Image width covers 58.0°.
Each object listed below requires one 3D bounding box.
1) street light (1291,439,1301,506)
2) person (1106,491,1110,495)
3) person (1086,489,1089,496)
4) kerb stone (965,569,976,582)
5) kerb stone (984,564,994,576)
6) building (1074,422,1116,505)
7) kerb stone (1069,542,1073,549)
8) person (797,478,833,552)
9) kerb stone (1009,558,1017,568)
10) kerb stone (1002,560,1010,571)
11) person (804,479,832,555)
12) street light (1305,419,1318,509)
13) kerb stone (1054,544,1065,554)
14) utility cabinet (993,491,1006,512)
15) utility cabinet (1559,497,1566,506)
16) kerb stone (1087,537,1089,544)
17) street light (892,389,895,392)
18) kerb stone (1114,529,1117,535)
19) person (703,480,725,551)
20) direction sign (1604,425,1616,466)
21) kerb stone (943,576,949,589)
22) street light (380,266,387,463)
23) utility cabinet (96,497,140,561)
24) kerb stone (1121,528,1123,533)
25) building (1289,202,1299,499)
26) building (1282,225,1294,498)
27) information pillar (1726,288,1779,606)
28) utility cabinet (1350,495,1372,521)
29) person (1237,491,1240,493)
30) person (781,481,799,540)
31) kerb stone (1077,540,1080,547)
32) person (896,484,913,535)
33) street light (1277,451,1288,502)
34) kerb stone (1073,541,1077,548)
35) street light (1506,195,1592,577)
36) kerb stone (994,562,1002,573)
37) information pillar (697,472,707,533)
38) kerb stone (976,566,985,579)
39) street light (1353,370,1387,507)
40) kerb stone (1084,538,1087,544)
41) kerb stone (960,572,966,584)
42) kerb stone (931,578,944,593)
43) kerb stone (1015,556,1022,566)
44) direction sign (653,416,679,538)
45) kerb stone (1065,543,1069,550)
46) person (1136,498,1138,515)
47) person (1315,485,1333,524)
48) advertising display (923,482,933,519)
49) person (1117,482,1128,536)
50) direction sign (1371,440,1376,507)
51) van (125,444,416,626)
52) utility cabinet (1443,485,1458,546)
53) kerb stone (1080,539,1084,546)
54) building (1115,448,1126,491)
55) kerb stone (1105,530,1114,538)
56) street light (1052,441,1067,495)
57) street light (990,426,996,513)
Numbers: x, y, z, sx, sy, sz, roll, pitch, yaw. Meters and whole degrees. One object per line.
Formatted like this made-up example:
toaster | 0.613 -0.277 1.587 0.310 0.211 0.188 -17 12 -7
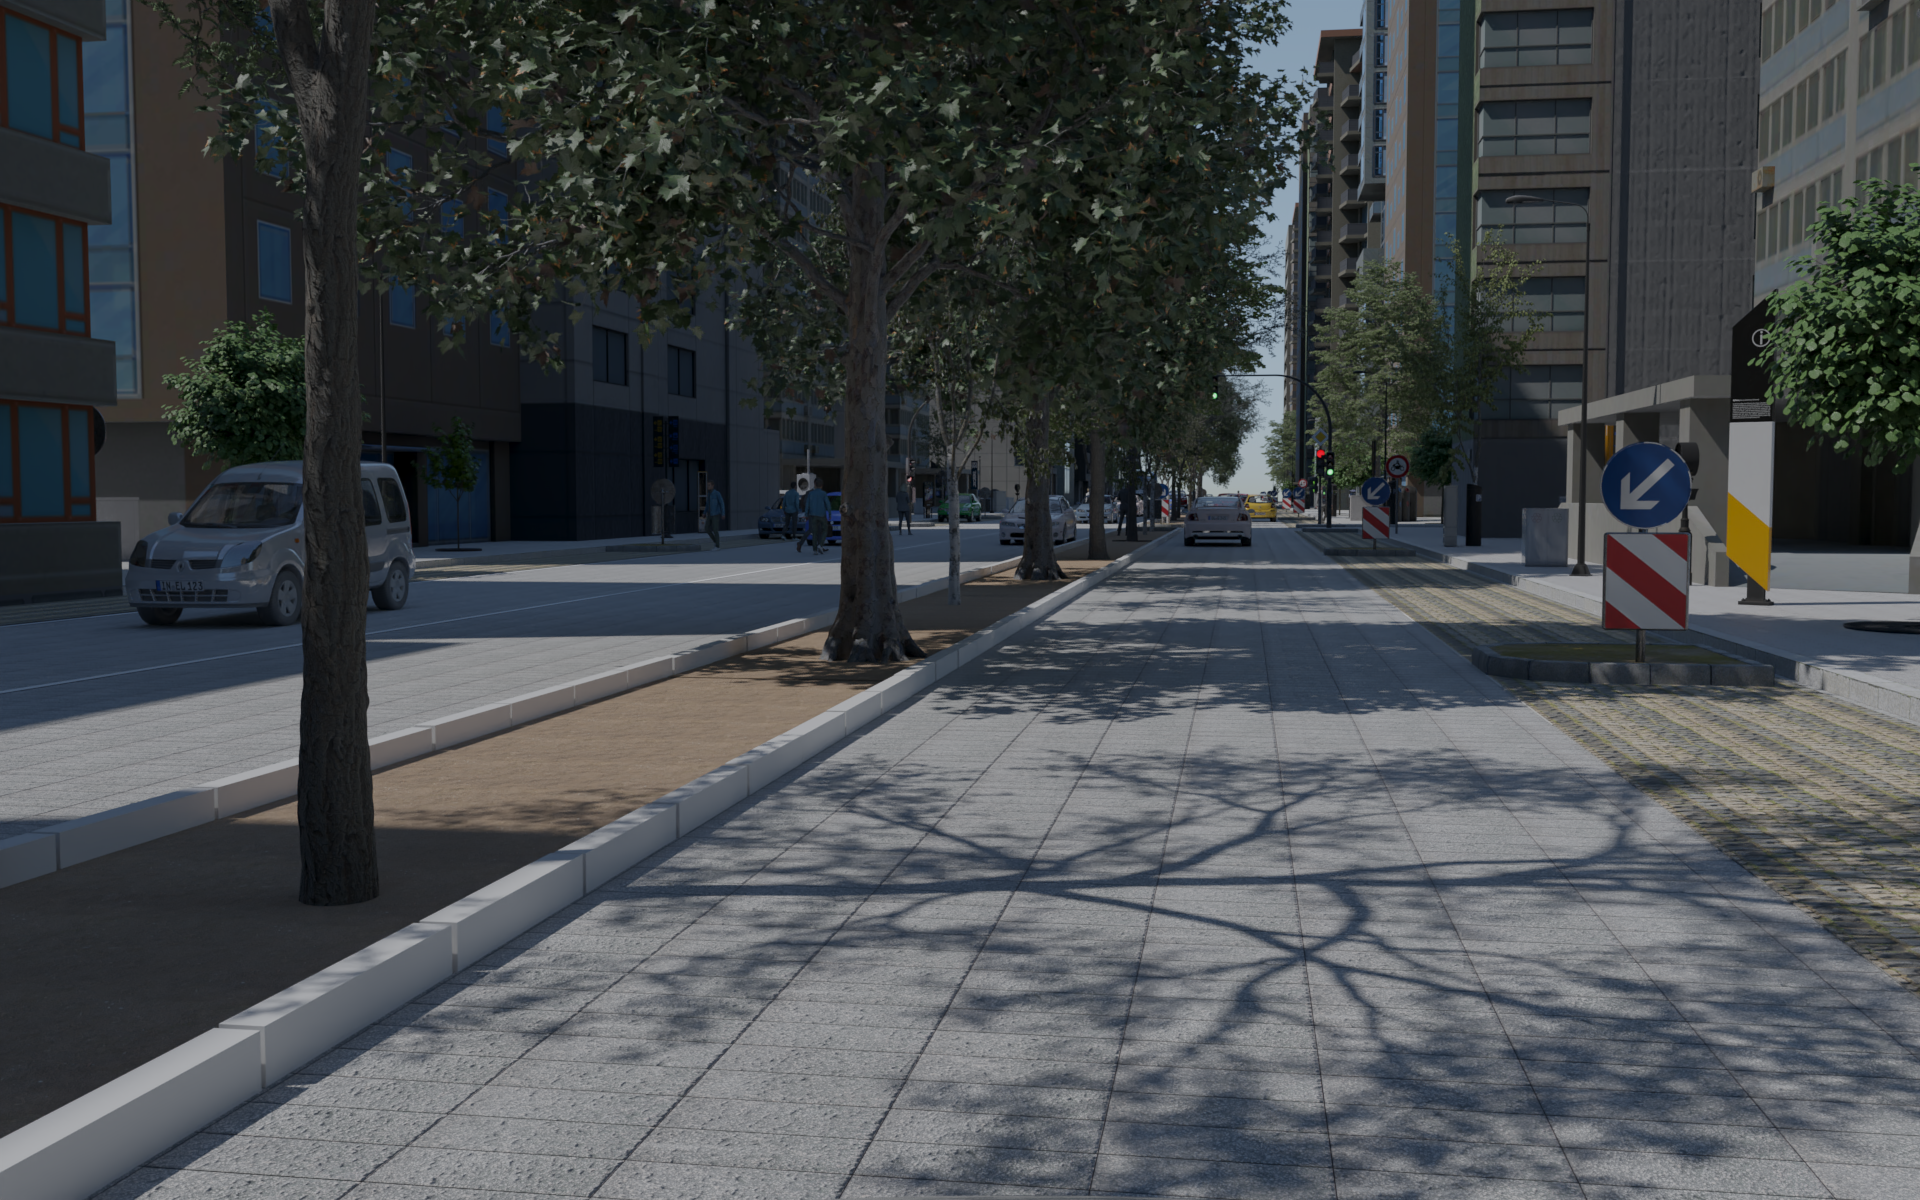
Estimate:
street light | 28.772 -10.659 146.819 1.470 5.913 1.316 1 4 9
person | 16.079 -10.945 188.129 1.217 1.739 0.721 0 4 -5
person | 8.453 -6.395 113.291 0.478 1.798 0.641 1 4 23
kerb stone | 0.082 -0.373 28.299 0.120 0.150 1.000 1 4 9
kerb stone | 0.413 -0.497 30.324 0.120 0.150 1.000 1 4 9
building | 14.260 -28.784 242.316 14.160 30.474 14.107 1 4 9
kerb stone | 2.736 -1.363 44.479 0.120 0.150 1.000 1 4 9
person | -3.575 -2.082 42.499 0.822 1.834 0.622 2 4 27
kerb stone | 0.918 -0.678 33.354 0.120 0.150 1.000 1 4 9
kerb stone | 0.752 -0.619 32.341 0.120 0.150 1.000 1 4 9
person | -3.350 -1.961 40.902 0.601 1.785 0.444 1 4 13
street light | 22.352 -8.274 107.816 1.470 5.913 1.316 1 4 9
kerb stone | 2.400 -1.238 42.452 0.120 0.150 1.000 1 4 9
utility cabinet | 2.793 -6.971 122.657 0.318 1.500 1.173 3 4 37
utility cabinet | 15.296 -1.937 42.824 1.020 1.237 0.306 -2 4 -25
kerb stone | 3.563 -1.673 49.553 0.120 0.150 1.000 1 4 9
street light | -3.564 -6.372 76.724 1.470 5.913 1.316 1 4 9
kerb stone | 5.221 -2.292 59.675 0.120 0.150 1.000 1 4 9
person | -6.181 -2.125 43.591 0.444 1.785 0.601 -3 5 -41
direction sign | 18.124 -3.451 48.416 0.876 3.537 0.379 1 4 13
kerb stone | -0.251 -0.250 26.282 0.120 0.150 1.000 1 4 9
street light | -10.626 -3.724 33.428 1.470 5.913 1.316 1 4 9
utility cabinet | -16.166 -1.335 32.986 0.306 1.237 1.020 2 4 28
kerb stone | 5.715 -2.478 62.706 0.120 0.150 1.000 1 4 9
building | 59.452 -36.570 252.540 22.147 44.769 28.867 1 4 9
building | 65.603 -40.844 291.495 21.300 48.544 21.600 1 4 9
information pillar | 9.140 -1.750 19.965 0.504 3.616 0.183 3 5 43
utility cabinet | 19.214 -4.391 82.948 1.020 1.237 0.306 0 4 2
person | 31.288 -11.402 194.864 0.705 1.831 1.348 0 4 4
person | -5.216 -2.730 53.161 0.660 1.820 0.620 2 4 28
kerb stone | 3.055 -1.487 46.514 0.120 0.150 1.000 1 4 9
person | -1.971 -3.172 60.542 0.537 1.800 0.526 2 4 32
street light | 34.898 -12.978 184.732 1.470 5.913 1.316 1 4 9
kerb stone | 2.903 -1.425 45.487 0.120 0.150 1.000 1 4 9
street light | 9.188 -3.333 27.037 1.470 5.913 1.316 1 4 9
kerb stone | 0.591 -0.557 31.332 0.120 0.150 1.000 1 4 9
information pillar | -8.424 -3.187 56.597 0.304 2.012 0.304 -1 4 -15
kerb stone | 0.249 -0.435 29.307 0.120 0.150 1.000 1 4 9
street light | 15.440 -5.661 65.103 1.470 5.913 1.316 1 4 9
kerb stone | 3.396 -1.607 48.538 0.120 0.150 1.000 1 4 9
kerb stone | -0.082 -0.312 27.290 0.120 0.150 1.000 1 4 9
kerb stone | -0.414 -0.188 25.272 0.120 0.150 1.000 1 4 9
kerb stone | 1.079 -0.741 34.367 0.120 0.150 1.000 1 4 9
direction sign | -8.532 -3.568 50.331 0.876 3.537 0.379 2 4 24
kerb stone | 2.567 -1.300 43.465 0.120 0.150 1.000 1 4 9
person | 10.533 -5.580 104.754 0.505 1.210 0.382 3 5 44
person | 16.079 -4.153 76.528 0.709 1.813 0.853 -1 4 -17
advertising display | -1.690 -5.259 91.205 0.123 1.923 0.974 2 4 27
person | 5.661 -3.113 59.207 0.655 1.846 0.447 2 4 30
direction sign | 17.560 -4.988 73.548 0.379 3.537 0.876 1 4 23
van | -7.929 -0.805 20.169 2.013 2.044 4.112 0 4 8
utility cabinet | 12.039 -2.073 42.567 0.318 1.500 1.173 1 4 14
kerb stone | 3.228 -1.549 47.529 0.120 0.150 1.000 1 4 9
building | 13.908 -39.477 265.051 23.786 49.044 30.456 1 4 9
kerb stone | 5.049 -2.228 58.664 0.120 0.150 1.000 1 4 9
street light | 8.659 -10.969 151.876 1.470 5.913 1.316 1 4 9
street light | 2.660 -8.713 115.004 1.470 5.913 1.316 1 4 9
